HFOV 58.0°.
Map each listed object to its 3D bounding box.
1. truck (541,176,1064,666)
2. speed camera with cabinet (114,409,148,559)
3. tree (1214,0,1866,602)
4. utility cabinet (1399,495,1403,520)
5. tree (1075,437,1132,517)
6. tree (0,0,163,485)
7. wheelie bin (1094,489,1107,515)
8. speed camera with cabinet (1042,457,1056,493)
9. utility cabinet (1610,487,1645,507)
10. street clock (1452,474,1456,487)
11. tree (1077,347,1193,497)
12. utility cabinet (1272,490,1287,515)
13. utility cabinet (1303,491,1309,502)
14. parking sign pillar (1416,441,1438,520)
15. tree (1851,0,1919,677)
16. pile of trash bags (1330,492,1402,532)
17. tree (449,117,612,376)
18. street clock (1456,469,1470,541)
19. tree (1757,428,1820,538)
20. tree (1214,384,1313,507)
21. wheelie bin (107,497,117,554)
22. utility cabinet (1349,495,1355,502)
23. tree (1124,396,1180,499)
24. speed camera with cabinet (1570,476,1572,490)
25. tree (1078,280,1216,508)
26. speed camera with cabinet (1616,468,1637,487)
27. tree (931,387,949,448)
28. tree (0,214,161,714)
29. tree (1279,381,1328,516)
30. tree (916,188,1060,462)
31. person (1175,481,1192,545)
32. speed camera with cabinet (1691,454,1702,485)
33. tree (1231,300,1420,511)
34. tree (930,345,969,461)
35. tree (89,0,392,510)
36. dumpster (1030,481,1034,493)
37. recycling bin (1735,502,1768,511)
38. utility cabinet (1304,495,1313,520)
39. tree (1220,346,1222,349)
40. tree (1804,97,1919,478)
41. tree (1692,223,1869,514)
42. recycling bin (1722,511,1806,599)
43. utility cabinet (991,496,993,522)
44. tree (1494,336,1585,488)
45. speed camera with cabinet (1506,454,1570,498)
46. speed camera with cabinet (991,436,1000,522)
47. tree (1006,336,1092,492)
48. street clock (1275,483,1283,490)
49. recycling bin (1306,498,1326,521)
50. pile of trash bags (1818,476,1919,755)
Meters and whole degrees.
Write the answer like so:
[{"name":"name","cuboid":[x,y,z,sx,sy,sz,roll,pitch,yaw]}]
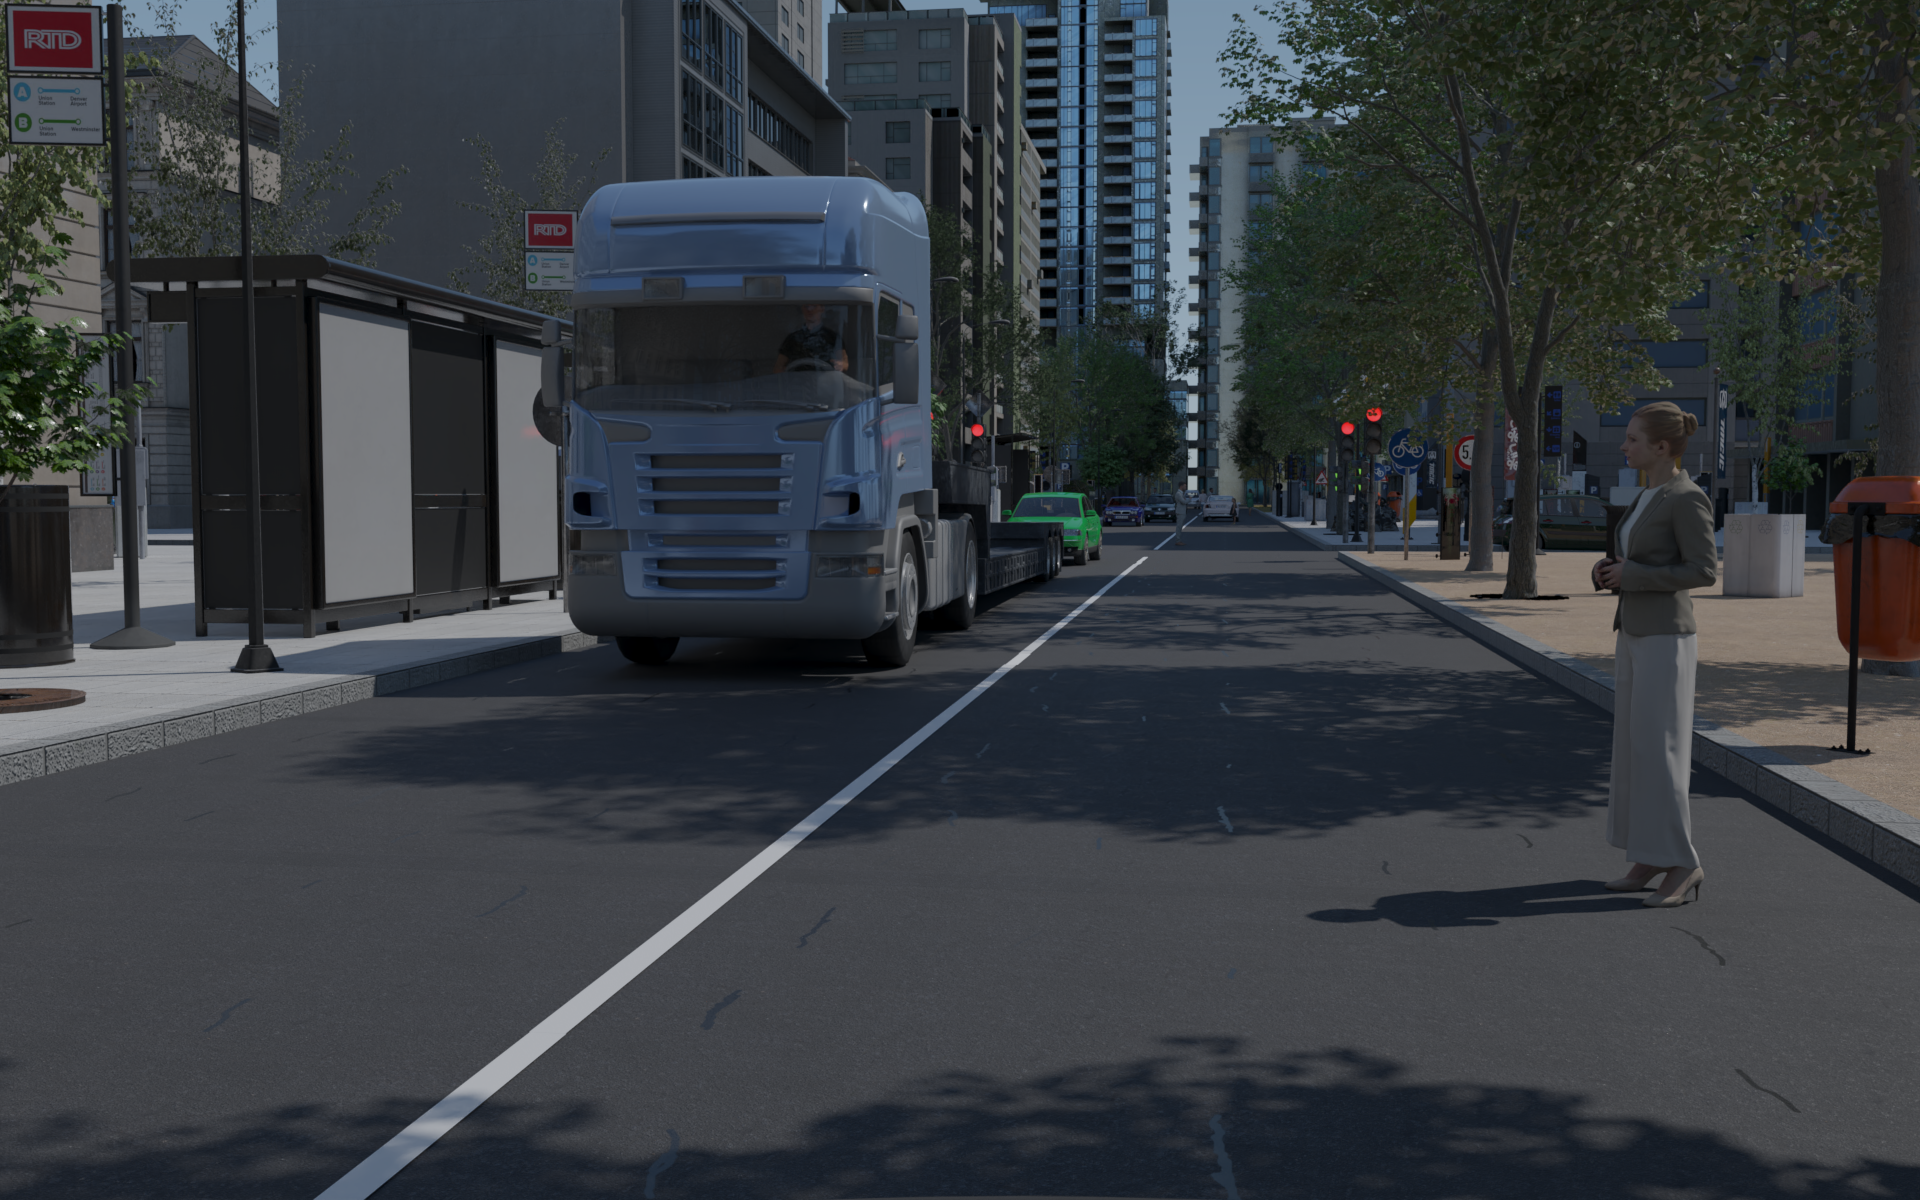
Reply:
[{"name":"truck","cuboid":[-0.643,-1.937,21.432,2.967,4.110,18.799,0,4,8]},{"name":"speed camera with cabinet","cuboid":[-16.635,-2.468,34.693,0.660,3.252,2.038,-2,4,-26]},{"name":"tree","cuboid":[6.770,-5.808,20.710,9.928,11.665,9.643,0,3,0]},{"name":"utility cabinet","cuboid":[21.675,-4.522,85.093,1.020,1.237,0.306,0,4,3]},{"name":"tree","cuboid":[8.193,-7.044,98.876,4.285,4.588,4.351,0,3,0]},{"name":"tree","cuboid":[-10.963,-4.206,19.125,4.737,8.622,4.395,0,3,0]},{"name":"wheelie bin","cuboid":[8.455,-5.914,104.599,0.693,1.594,0.980,-3,5,-40]},{"name":"speed camera with cabinet","cuboid":[4.117,-6.024,92.833,2.038,3.252,0.660,2,4,30]},{"name":"utility cabinet","cuboid":[20.415,-2.694,52.733,1.173,1.500,0.318,1,4,15]},{"name":"street clock","cuboid":[17.346,-3.417,60.444,0.471,2.002,0.358,1,4,21]},{"name":"tree","cuboid":[13.483,-13.366,135.546,9.611,12.733,9.660,0,3,0]},{"name":"utility cabinet","cuboid":[19.878,-6.011,106.964,1.173,1.500,0.318,3,5,42]},{"name":"utility cabinet","cuboid":[22.765,-6.447,114.084,0.318,1.500,1.173,0,4,5]},{"name":"parking sign pillar","cuboid":[23.631,-6.068,87.690,1.447,3.967,1.447,-3,5,-42]},{"name":"tree","cuboid":[6.274,-5.746,12.071,7.486,12.596,7.792,0,3,0]},{"name":"pile of trash bags","cuboid":[14.341,-3.067,59.903,1.912,1.369,3.447,3,5,41]},{"name":"tree","cuboid":[-8.530,-5.151,34.585,4.360,8.622,3.978,0,3,0]},{"name":"street clock","cuboid":[13.855,-2.604,47.148,0.471,2.002,0.358,-3,5,-43]},{"name":"tree","cuboid":[24.600,-3.466,51.267,1.663,3.219,1.824,0,3,0]},{"name":"tree","cuboid":[30.451,-16.064,173.009,12.009,13.543,11.850,0,3,0]},{"name":"wheelie bin","cuboid":[-18.297,-1.766,36.784,0.980,1.594,0.693,-1,4,-10]},{"name":"utility cabinet","cuboid":[17.444,-4.087,77.988,0.306,1.237,1.020,2,4,33]},{"name":"tree","cuboid":[19.515,-16.072,180.910,7.486,12.596,7.792,0,3,0]},{"name":"speed camera with cabinet","cuboid":[30.294,-5.550,85.071,2.038,3.252,0.660,0,4,-3]},{"name":"tree","cuboid":[17.466,-18.058,151.142,12.611,20.169,13.585,0,3,0]},{"name":"speed camera with cabinet","cuboid":[23.770,-4.128,61.826,0.660,3.252,2.038,1,4,20]},{"name":"tree","cuboid":[-1.872,-3.105,34.479,4.285,4.588,4.351,0,3,0]},{"name":"tree","cuboid":[-5.819,-0.960,10.291,1.663,3.219,1.824,0,3,0]},{"name":"tree","cuboid":[20.361,-9.291,102.267,4.737,8.622,4.395,0,3,0]},{"name":"tree","cuboid":[-0.335,-7.245,52.873,8.767,10.594,7.601,-3,5,-43]},{"name":"person","cuboid":[6.252,-2.434,48.477,0.466,1.800,0.511,0,4,5]},{"name":"speed camera with cabinet","cuboid":[35.715,-5.567,85.357,2.038,3.252,0.660,3,4,38]},{"name":"tree","cuboid":[17.107,-8.787,78.088,7.601,10.594,8.767,0,4,-4]},{"name":"tree","cuboid":[-1.696,-8.181,84.128,4.737,8.622,4.395,0,3,0]},{"name":"tree","cuboid":[-10.443,-4.557,24.874,4.360,8.622,3.978,0,3,0]},{"name":"dumpster","cuboid":[2.801,-4.213,74.641,1.264,1.857,1.865,1,4,8]},{"name":"recycling bin","cuboid":[24.674,-2.537,54.033,0.722,1.027,0.722,-3,4,-38]},{"name":"utility cabinet","cuboid":[16.922,-4.454,83.983,0.306,1.237,1.020,0,4,2]},{"name":"tree","cuboid":[13.313,-8.897,63.600,7.486,12.596,7.792,0,3,0]},{"name":"tree","cuboid":[16.663,-4.831,29.344,4.360,8.622,3.978,0,3,0]},{"name":"tree","cuboid":[21.140,-5.823,45.561,4.737,8.622,4.395,0,3,0]},{"name":"recycling bin","cuboid":[10.074,-0.560,21.708,0.722,1.027,0.722,-3,4,-39]},{"name":"utility cabinet","cuboid":[0.447,-2.504,52.101,1.020,1.237,0.306,1,4,19]},{"name":"tree","cuboid":[23.442,-7.409,71.505,4.737,8.622,4.395,0,3,0]},{"name":"speed camera with cabinet","cuboid":[21.208,-4.249,63.808,2.038,3.252,0.660,1,4,10]},{"name":"speed camera with cabinet","cuboid":[1.007,-3.974,59.306,0.660,3.252,2.038,0,4,6]},{"name":"tree","cuboid":[4.302,-8.018,81.453,4.737,8.622,4.395,0,3,0]},{"name":"street clock","cuboid":[20.572,-6.555,111.749,0.471,2.002,0.358,-2,4,-23]},{"name":"recycling bin","cuboid":[16.821,-4.237,81.835,0.722,1.027,0.722,2,4,34]},{"name":"pile of trash bags","cuboid":[5.302,0.141,7.454,1.912,1.369,3.447,-2,4,-28]}]
